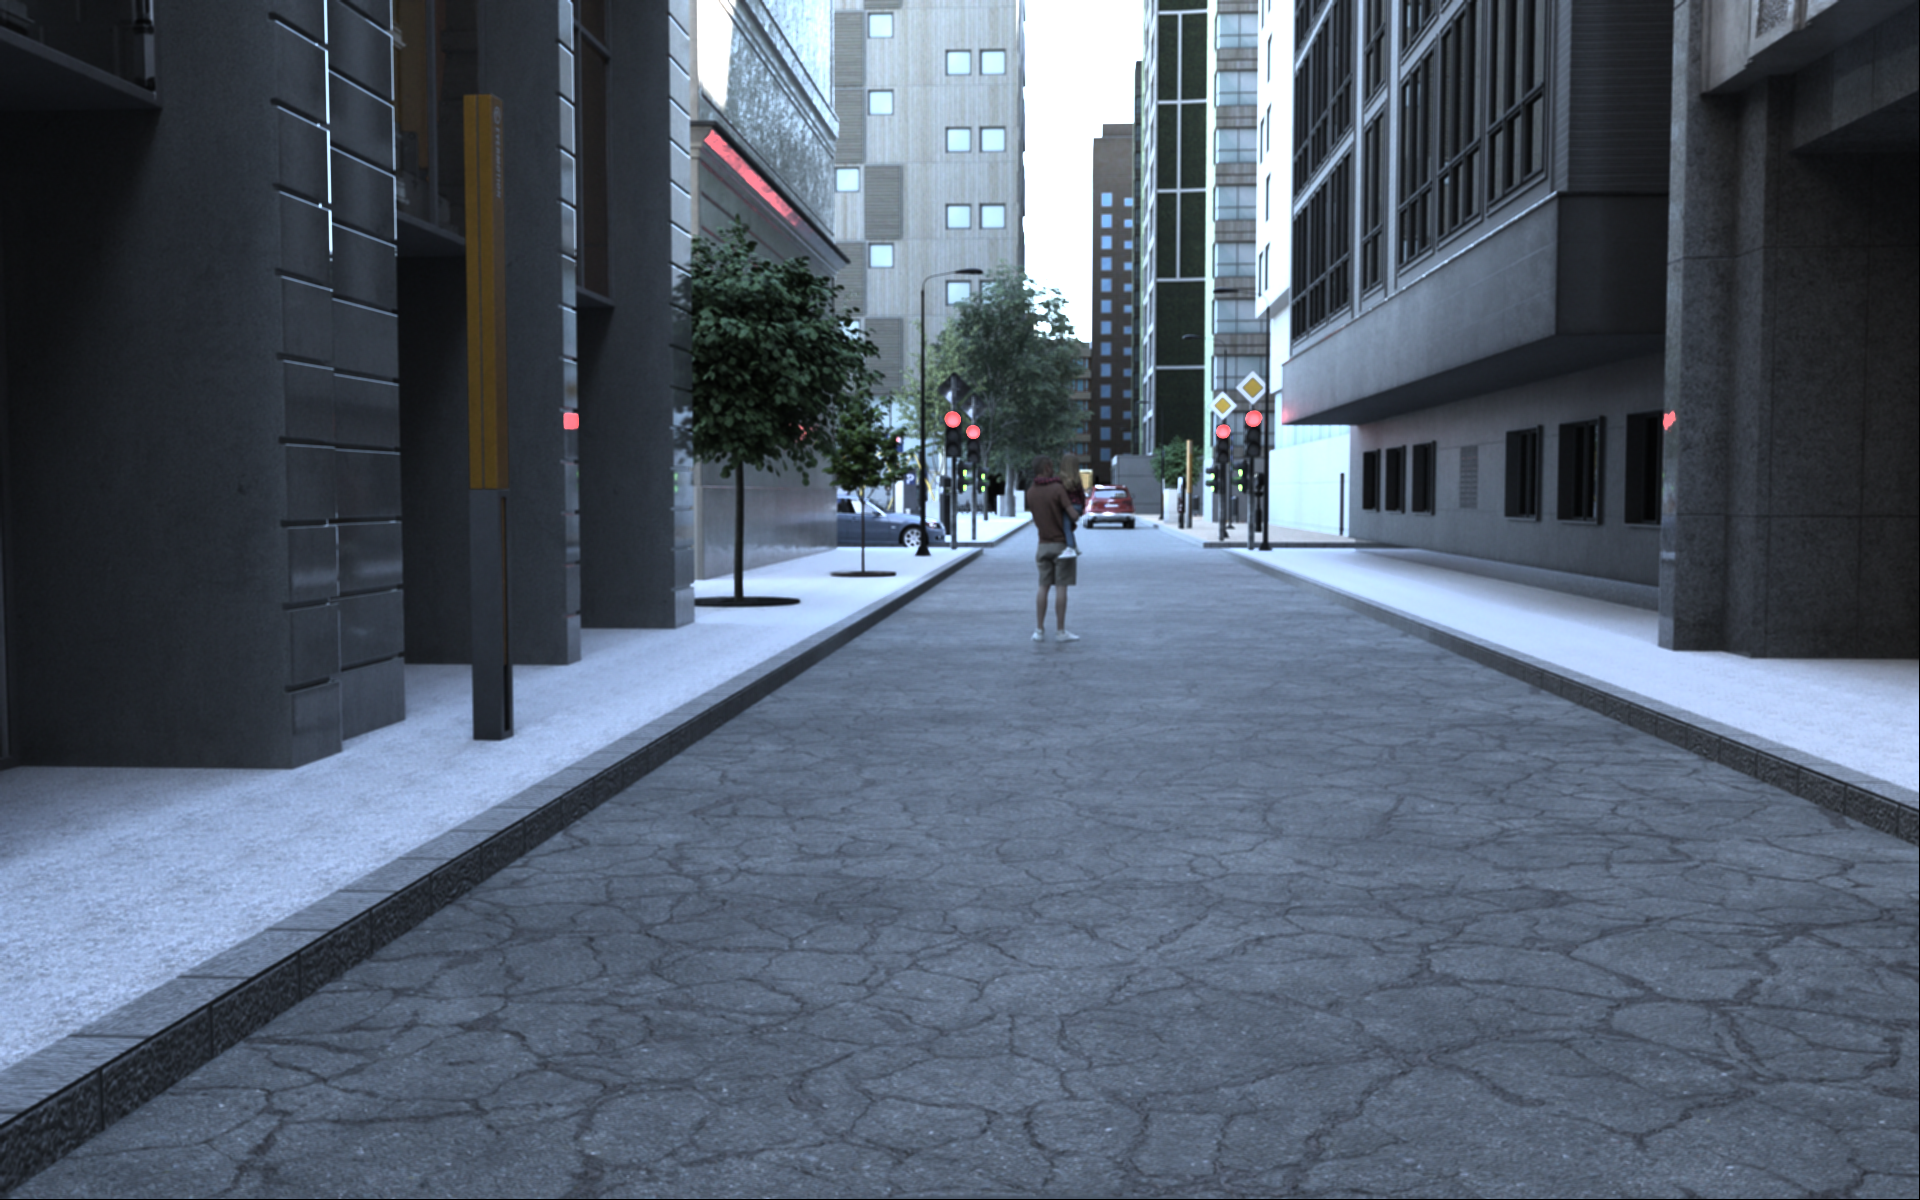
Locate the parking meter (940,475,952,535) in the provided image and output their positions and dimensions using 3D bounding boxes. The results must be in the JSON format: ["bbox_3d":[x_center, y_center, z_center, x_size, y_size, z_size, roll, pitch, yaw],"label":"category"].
[{"bbox_3d":[-0.445,-2.937,53.724,0.255,1.863,0.399,-2,4,-28],"label":"parking meter"}]

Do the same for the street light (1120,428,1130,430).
[{"bbox_3d":[12.010,-9.165,122.385,1.470,5.913,1.316,0,4,4],"label":"street light"}]

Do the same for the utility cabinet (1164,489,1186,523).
[{"bbox_3d":[9.417,-4.114,75.941,1.173,1.500,0.318,-3,5,-42],"label":"utility cabinet"}]

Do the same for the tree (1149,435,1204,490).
[{"bbox_3d":[12.143,-6.872,96.068,4.285,4.588,4.351,0,3,0],"label":"tree"}]

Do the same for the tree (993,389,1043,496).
[{"bbox_3d":[3.418,-9.436,104.644,4.360,8.622,3.978,0,3,0],"label":"tree"}]

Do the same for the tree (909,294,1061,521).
[{"bbox_3d":[0.989,-9.027,81.998,8.767,10.594,7.601,3,5,40],"label":"tree"}]

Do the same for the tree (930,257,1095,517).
[{"bbox_3d":[2.807,-11.522,95.047,9.857,13.997,8.962,0,3,0],"label":"tree"}]

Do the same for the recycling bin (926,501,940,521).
[{"bbox_3d":[-0.965,-2.929,60.439,0.722,1.027,0.722,1,4,8],"label":"recycling bin"}]

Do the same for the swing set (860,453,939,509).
[{"bbox_3d":[-2.452,-4.183,66.015,2.862,2.851,3.119,2,4,24],"label":"swing set"}]

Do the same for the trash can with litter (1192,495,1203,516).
[{"bbox_3d":[14.031,-5.503,101.029,2.233,1.210,1.678,2,4,30],"label":"trash can with litter"}]

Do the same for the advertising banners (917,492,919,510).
[{"bbox_3d":[-3.129,-7.309,115.686,2.074,3.025,0.090,3,5,43],"label":"advertising banners"}]

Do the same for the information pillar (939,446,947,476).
[{"bbox_3d":[-0.742,-5.201,76.393,0.183,3.616,0.504,-2,4,-32],"label":"information pillar"}]

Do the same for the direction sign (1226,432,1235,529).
[{"bbox_3d":[9.990,-4.402,63.965,0.379,3.537,0.876,0,3,0],"label":"direction sign"}]

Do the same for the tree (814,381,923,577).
[{"bbox_3d":[-1.618,-1.985,27.058,1.663,3.219,1.824,0,3,0],"label":"tree"}]

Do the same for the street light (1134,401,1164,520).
[{"bbox_3d":[9.546,-6.965,86.414,1.470,5.913,1.316,0,4,4],"label":"street light"}]

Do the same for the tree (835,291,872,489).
[{"bbox_3d":[-4.640,-6.633,58.819,4.360,8.622,3.978,0,3,0],"label":"tree"}]

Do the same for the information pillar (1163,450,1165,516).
[{"bbox_3d":[10.894,-6.207,92.844,0.183,3.616,0.504,1,4,12],"label":"information pillar"}]

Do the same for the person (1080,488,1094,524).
[{"bbox_3d":[6.045,-4.437,81.803,0.760,1.731,0.466,-3,4,-38],"label":"person"}]

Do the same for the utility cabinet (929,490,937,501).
[{"bbox_3d":[-1.154,-5.469,98.093,1.173,1.500,0.318,-1,4,-9],"label":"utility cabinet"}]

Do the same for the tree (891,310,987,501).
[{"bbox_3d":[-0.904,-7.319,70.033,4.737,8.622,4.395,0,3,0],"label":"tree"}]

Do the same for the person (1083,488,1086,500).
[{"bbox_3d":[8.796,-6.982,122.538,0.514,1.842,0.818,-1,4,-13],"label":"person"}]

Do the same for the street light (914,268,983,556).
[{"bbox_3d":[-0.228,-3.869,35.793,1.470,5.913,1.316,0,4,4],"label":"street light"}]

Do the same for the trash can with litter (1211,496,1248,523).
[{"bbox_3d":[12.247,-3.993,76.335,1.678,1.210,2.233,-2,4,-32],"label":"trash can with litter"}]

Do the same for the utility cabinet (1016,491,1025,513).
[{"bbox_3d":[3.692,-6.505,115.027,1.173,1.500,0.318,0,4,7],"label":"utility cabinet"}]

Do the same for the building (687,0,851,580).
[{"bbox_3d":[-17.529,-12.227,33.196,30.059,22.955,16.112,0,4,4],"label":"building"}]

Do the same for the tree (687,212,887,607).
[{"bbox_3d":[-2.555,-2.231,20.197,4.285,4.588,4.351,0,3,0],"label":"tree"}]

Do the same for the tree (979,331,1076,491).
[{"bbox_3d":[4.285,-12.205,117.672,7.486,12.596,7.792,0,3,0],"label":"tree"}]

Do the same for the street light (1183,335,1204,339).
[{"bbox_3d":[7.202,-4.780,50.692,1.470,5.913,1.316,0,4,4],"label":"street light"}]

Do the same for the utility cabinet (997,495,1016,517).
[{"bbox_3d":[2.593,-5.208,96.306,1.020,1.237,0.306,-2,4,-25],"label":"utility cabinet"}]

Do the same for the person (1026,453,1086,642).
[{"bbox_3d":[0.958,-0.518,16.947,0.580,1.828,0.573,-1,4,-9],"label":"person"}]

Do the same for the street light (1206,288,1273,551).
[{"bbox_3d":[6.379,-4.071,39.095,1.470,5.913,1.316,0,4,4],"label":"street light"}]
